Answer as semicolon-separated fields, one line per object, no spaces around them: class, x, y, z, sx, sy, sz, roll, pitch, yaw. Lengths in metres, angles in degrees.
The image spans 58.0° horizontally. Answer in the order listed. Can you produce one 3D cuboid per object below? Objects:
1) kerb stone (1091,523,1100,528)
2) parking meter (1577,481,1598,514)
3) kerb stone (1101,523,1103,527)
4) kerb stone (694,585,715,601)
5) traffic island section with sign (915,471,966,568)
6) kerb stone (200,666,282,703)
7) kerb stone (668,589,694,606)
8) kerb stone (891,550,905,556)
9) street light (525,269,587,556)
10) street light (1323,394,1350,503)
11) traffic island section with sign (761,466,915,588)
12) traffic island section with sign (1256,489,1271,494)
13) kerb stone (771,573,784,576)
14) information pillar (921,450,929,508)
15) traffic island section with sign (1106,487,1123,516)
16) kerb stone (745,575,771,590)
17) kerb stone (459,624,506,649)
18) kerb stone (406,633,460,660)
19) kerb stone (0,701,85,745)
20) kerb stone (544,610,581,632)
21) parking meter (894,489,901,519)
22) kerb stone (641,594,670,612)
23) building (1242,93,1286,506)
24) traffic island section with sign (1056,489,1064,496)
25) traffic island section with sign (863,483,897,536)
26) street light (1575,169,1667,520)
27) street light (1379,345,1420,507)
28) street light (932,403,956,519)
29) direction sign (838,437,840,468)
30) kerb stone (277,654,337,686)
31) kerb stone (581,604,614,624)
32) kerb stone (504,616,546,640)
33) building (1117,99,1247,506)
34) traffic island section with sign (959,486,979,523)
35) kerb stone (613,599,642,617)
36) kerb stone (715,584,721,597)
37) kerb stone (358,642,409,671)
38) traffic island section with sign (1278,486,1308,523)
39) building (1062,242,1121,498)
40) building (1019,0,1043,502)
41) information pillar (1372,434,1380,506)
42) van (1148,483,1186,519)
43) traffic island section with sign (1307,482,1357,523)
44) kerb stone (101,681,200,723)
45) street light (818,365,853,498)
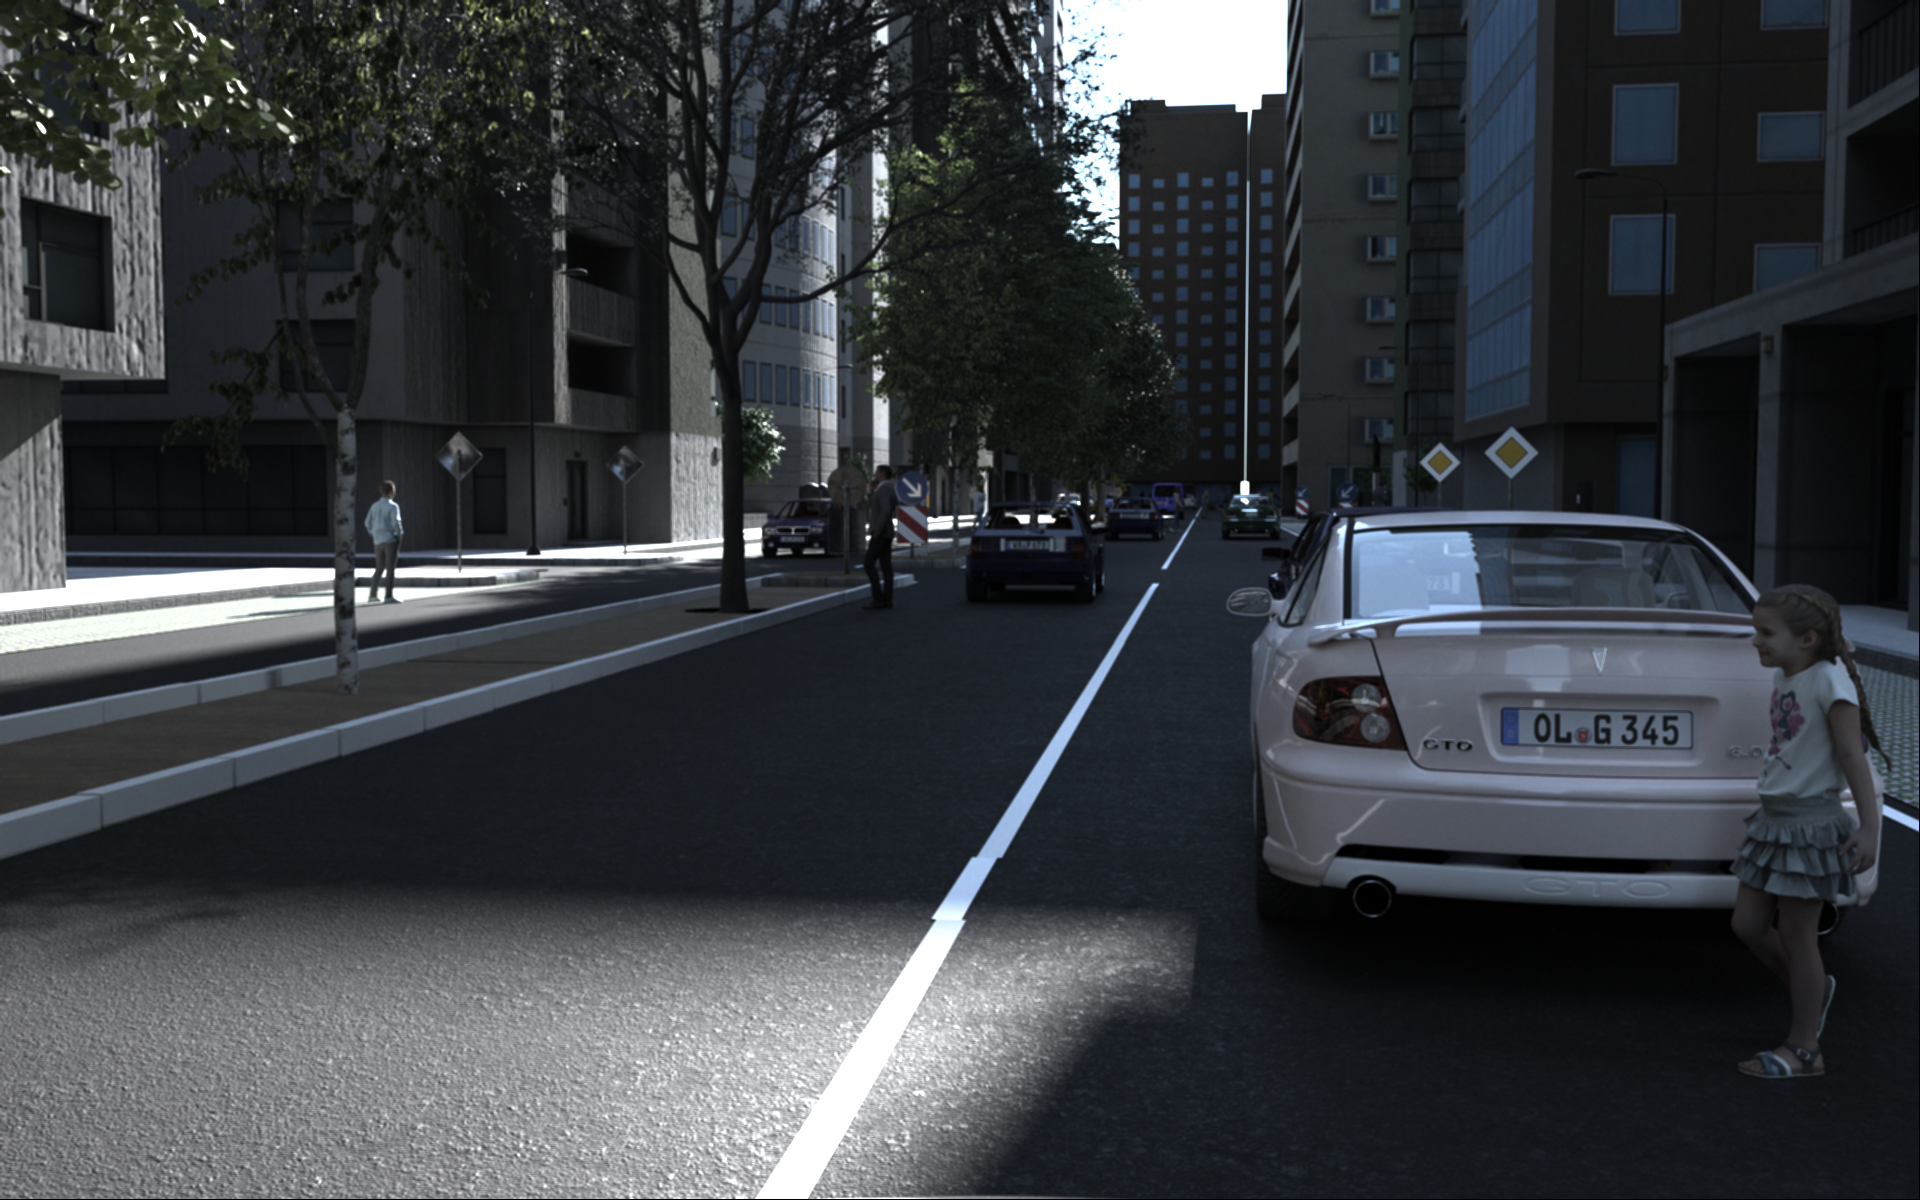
kerb stone;5.638;-3.069;72.381;0.120;0.150;1.000;1;4;8
parking meter;12.130;-1.536;33.522;0.372;1.533;0.369;0;3;0
kerb stone;5.931;-3.194;74.418;0.120;0.150;1.000;1;4;8
kerb stone;-3.544;-0.075;23.429;0.120;0.150;1.000;1;4;8
traffic island section with sign;-0.845;-1.620;34.626;2.006;1.907;1.989;1;4;8
kerb stone;-5.146;0.612;12.281;0.120;0.150;1.000;1;4;8
kerb stone;-3.688;-0.014;22.417;0.120;0.150;1.000;1;4;8
kerb stone;-1.419;-0.977;38.172;0.120;0.150;1.000;1;4;8
street light;-8.381;-3.879;35.965;1.470;5.913;1.316;1;4;8
street light;17.557;-6.611;80.633;1.470;5.913;1.316;1;4;8
traffic island section with sign;-1.913;-1.172;27.296;2.006;1.907;1.989;1;4;8
traffic island section with sign;23.858;-7.697;134.471;1.989;1.847;2.006;1;4;8
kerb stone;-2.959;-0.324;27.490;0.120;0.150;1.000;1;4;8
information pillar;-1.865;-6.183;92.451;0.504;3.616;0.183;-3;5;-44
traffic island section with sign;9.877;-6.169;108.998;2.006;1.907;1.989;1;4;8
kerb stone;-3.105;-0.260;26.475;0.120;0.150;1.000;1;4;8
kerb stone;-4.569;0.364;16.335;0.120;0.150;1.000;1;4;8
kerb stone;-4.720;0.420;15.323;0.120;0.150;1.000;1;4;8
kerb stone;-5.442;0.732;10.252;0.120;0.150;1.000;1;4;8
kerb stone;-4.277;0.235;18.357;0.120;0.150;1.000;1;4;8
parking meter;-3.223;-4.930;89.023;0.372;1.533;0.369;0;3;0
kerb stone;-3.834;0.048;21.406;0.120;0.150;1.000;1;4;8
building;39.844;-33.404;196.266;14.200;45.320;14.600;1;4;8
traffic island section with sign;7.953;-7.839;136.793;1.989;1.847;2.006;1;4;8
traffic island section with sign;-3.106;-3.152;60.156;1.989;1.847;2.006;1;4;8
street light;9.502;-3.201;24.883;1.470;5.913;1.316;1;4;8
street light;13.772;-4.994;54.192;1.470;5.913;1.316;1;4;8
street light;-0.737;-7.122;88.984;1.470;5.913;1.316;1;4;8
direction sign;-4.821;-4.714;69.066;0.379;3.537;0.876;0;4;-2
kerb stone;-5.000;0.545;13.292;0.120;0.150;1.000;1;4;8
kerb stone;-4.126;0.173;19.370;0.120;0.150;1.000;1;4;8
kerb stone;-4.421;0.297;17.346;0.120;0.150;1.000;1;4;8
building;25.671;-33.592;199.332;14.200;45.320;14.600;1;4;8
traffic island section with sign;0.764;-4.795;87.025;1.989;1.847;2.006;1;4;8
kerb stone;-3.989;0.111;20.386;0.120;0.150;1.000;1;4;8
kerb stone;-3.397;-0.135;24.444;0.120;0.150;1.000;1;4;8
kerb stone;-4.860;0.482;14.311;0.120;0.150;1.000;1;4;8
traffic island section with sign;16.906;-4.757;86.400;1.989;1.847;2.006;1;4;8
building;11.517;-26.245;200.800;14.107;30.474;14.160;1;4;8
building;-4.759;-32.356;148.622;23.786;49.044;30.456;1;4;8
information pillar;16.224;-4.658;67.520;0.183;3.616;0.504;3;4;37
van;12.116;-5.914;101.071;2.240;2.365;5.245;0;4;6
traffic island section with sign;12.867;-3.040;58.324;1.989;1.847;2.006;1;4;8
kerb stone;-5.306;0.669;11.264;0.120;0.150;1.000;1;4;8
street light;-4.548;-5.503;62.516;1.470;5.913;1.316;1;4;8
